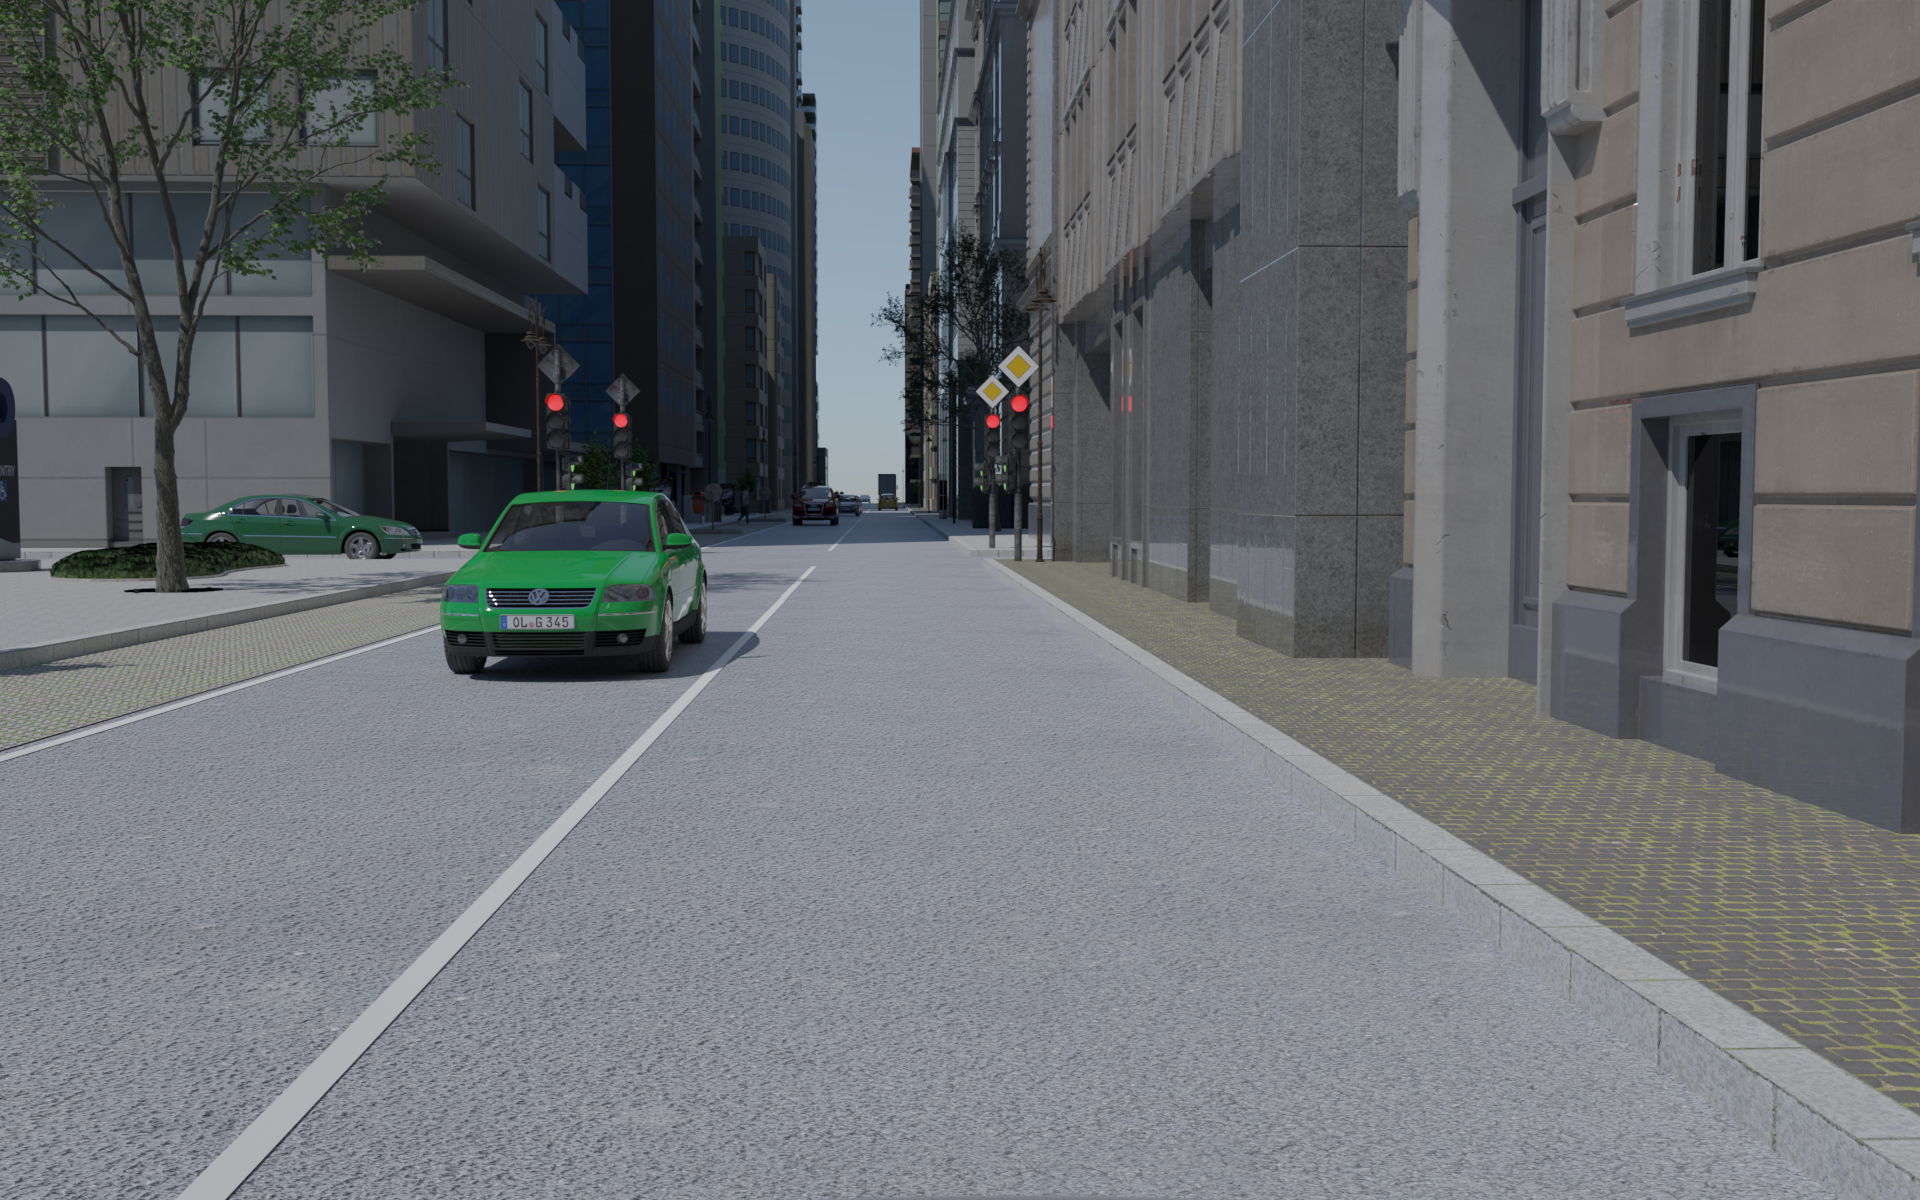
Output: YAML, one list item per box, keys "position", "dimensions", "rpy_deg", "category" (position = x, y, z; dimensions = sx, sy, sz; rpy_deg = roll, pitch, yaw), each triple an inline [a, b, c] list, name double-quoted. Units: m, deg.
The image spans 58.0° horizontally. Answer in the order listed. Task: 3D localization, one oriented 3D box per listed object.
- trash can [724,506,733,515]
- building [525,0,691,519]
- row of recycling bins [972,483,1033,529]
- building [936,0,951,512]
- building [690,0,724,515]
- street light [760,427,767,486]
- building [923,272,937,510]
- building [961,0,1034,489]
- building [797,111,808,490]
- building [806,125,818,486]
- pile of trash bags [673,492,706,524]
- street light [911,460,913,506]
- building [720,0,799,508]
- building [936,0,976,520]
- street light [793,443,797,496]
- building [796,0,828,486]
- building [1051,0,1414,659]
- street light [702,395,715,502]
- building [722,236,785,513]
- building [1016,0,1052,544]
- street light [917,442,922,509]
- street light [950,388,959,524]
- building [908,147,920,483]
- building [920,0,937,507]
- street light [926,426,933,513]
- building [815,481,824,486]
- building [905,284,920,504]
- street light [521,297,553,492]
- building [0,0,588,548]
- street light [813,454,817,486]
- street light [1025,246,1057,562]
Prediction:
- position: [-14.349, -5.866, 107.569]
  dimensions: [0.748, 1.137, 0.748]
  rpy_deg: [0, 3, 0]
  category: "trash can"
- position: [-20.315, -26.352, 80.963]
  dimensions: [14.600, 45.320, 14.200]
  rpy_deg: [0, 4, -2]
  category: "building"
- position: [2.186, -3.510, 64.497]
  dimensions: [3.534, 1.692, 1.069]
  rpy_deg: [1, 4, 10]
  category: "row of recycling bins"
- position: [5.248, -27.106, 126.773]
  dimensions: [14.154, 41.232, 14.086]
  rpy_deg: [0, 4, -2]
  category: "building"
- position: [-21.780, -25.661, 103.146]
  dimensions: [14.154, 41.232, 14.086]
  rpy_deg: [0, 4, -2]
  category: "building"
- position: [-13.253, -8.829, 117.139]
  dimensions: [0.468, 5.910, 1.993]
  rpy_deg: [0, 4, -2]
  category: "street light"
- position: [10.953, -18.643, 149.859]
  dimensions: [27.650, 21.520, 28.899]
  rpy_deg: [0, 4, -2]
  category: "building"
- position: [7.297, -17.702, 75.338]
  dimensions: [13.634, 28.700, 20.117]
  rpy_deg: [0, 4, -2]
  category: "building"
- position: [-23.178, -30.319, 179.309]
  dimensions: [14.154, 41.232, 14.086]
  rpy_deg: [0, 4, -2]
  category: "building"
- position: [-24.283, -33.965, 205.432]
  dimensions: [14.600, 45.320, 14.200]
  rpy_deg: [0, 4, -2]
  category: "building"
- position: [-12.412, -3.906, 73.617]
  dimensions: [3.447, 1.369, 1.912]
  rpy_deg: [1, 4, 13]
  category: "pile of trash bags"
- position: [-5.323, -13.415, 192.119]
  dimensions: [0.468, 5.910, 1.993]
  rpy_deg: [0, 4, -2]
  category: "street light"
- position: [-26.030, -37.647, 157.529]
  dimensions: [21.231, 58.520, 28.212]
  rpy_deg: [0, 4, -2]
  category: "building"
- position: [4.622, -19.751, 100.424]
  dimensions: [11.434, 29.767, 29.804]
  rpy_deg: [0, 4, -2]
  category: "building"
- position: [-14.930, -11.280, 157.208]
  dimensions: [0.468, 5.910, 1.993]
  rpy_deg: [0, 4, -2]
  category: "street light"
- position: [-30.322, -57.398, 251.132]
  dimensions: [22.319, 86.520, 31.000]
  rpy_deg: [0, 4, -2]
  category: "building"
- position: [8.170, -12.532, 22.913]
  dimensions: [12.078, 24.808, 19.932]
  rpy_deg: [0, 4, -2]
  category: "building"
- position: [-11.709, -6.615, 80.942]
  dimensions: [0.468, 5.910, 1.993]
  rpy_deg: [0, 4, -2]
  category: "street light"
- position: [-27.943, -17.432, 130.047]
  dimensions: [27.650, 21.520, 28.899]
  rpy_deg: [0, 4, -2]
  category: "building"
- position: [11.446, -13.276, 45.944]
  dimensions: [19.941, 23.489, 11.050]
  rpy_deg: [0, 4, -2]
  category: "building"
- position: [-3.574, -10.964, 152.054]
  dimensions: [0.468, 5.910, 1.993]
  rpy_deg: [0, 4, -2]
  category: "street light"
- position: [-0.256, -6.273, 75.351]
  dimensions: [0.468, 5.910, 1.993]
  rpy_deg: [0, 4, -2]
  category: "street light"
- position: [4.740, -34.332, 215.952]
  dimensions: [22.147, 44.769, 28.867]
  rpy_deg: [0, 4, -2]
  category: "building"
- position: [6.396, -38.870, 177.522]
  dimensions: [21.231, 58.520, 28.212]
  rpy_deg: [0, 4, -2]
  category: "building"
- position: [-2.059, -8.726, 115.453]
  dimensions: [0.468, 5.910, 1.993]
  rpy_deg: [0, 4, -2]
  category: "street light"
- position: [-34.076, -32.560, 224.244]
  dimensions: [32.217, 40.220, 23.993]
  rpy_deg: [0, 4, -2]
  category: "building"
- position: [-0.597, -28.522, 238.036]
  dimensions: [14.160, 30.474, 14.107]
  rpy_deg: [0, 4, -2]
  category: "building"
- position: [-9.947, -4.164, 40.877]
  dimensions: [0.468, 5.910, 1.993]
  rpy_deg: [0, 4, -2]
  category: "street light"
- position: [-26.660, -28.281, 51.642]
  dimensions: [28.713, 52.752, 27.495]
  rpy_deg: [0, 4, -2]
  category: "building"
- position: [-16.791, -13.910, 200.209]
  dimensions: [0.468, 5.910, 1.993]
  rpy_deg: [0, 4, -2]
  category: "street light"
- position: [1.508, -3.656, 32.563]
  dimensions: [0.468, 5.910, 1.993]
  rpy_deg: [0, 4, -2]
  category: "street light"
